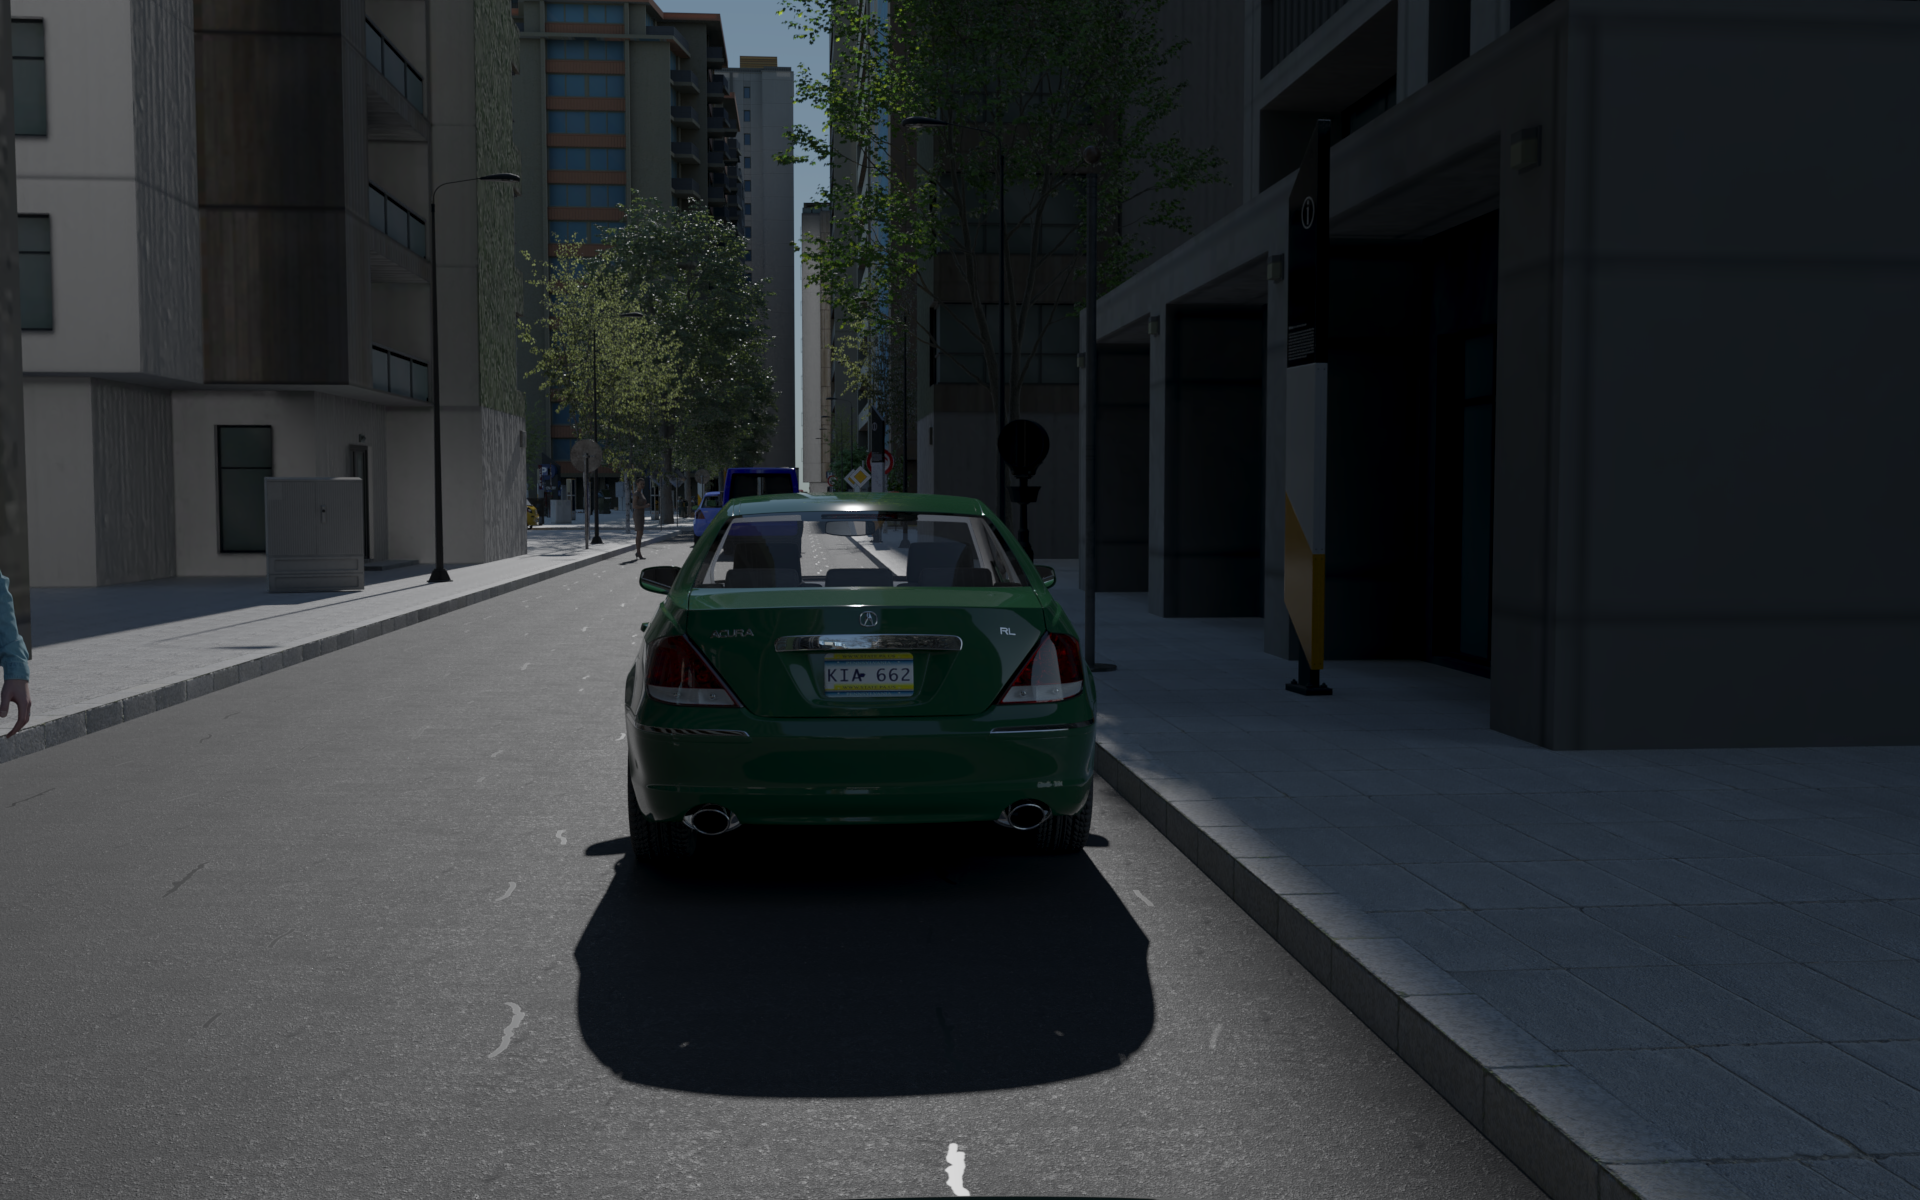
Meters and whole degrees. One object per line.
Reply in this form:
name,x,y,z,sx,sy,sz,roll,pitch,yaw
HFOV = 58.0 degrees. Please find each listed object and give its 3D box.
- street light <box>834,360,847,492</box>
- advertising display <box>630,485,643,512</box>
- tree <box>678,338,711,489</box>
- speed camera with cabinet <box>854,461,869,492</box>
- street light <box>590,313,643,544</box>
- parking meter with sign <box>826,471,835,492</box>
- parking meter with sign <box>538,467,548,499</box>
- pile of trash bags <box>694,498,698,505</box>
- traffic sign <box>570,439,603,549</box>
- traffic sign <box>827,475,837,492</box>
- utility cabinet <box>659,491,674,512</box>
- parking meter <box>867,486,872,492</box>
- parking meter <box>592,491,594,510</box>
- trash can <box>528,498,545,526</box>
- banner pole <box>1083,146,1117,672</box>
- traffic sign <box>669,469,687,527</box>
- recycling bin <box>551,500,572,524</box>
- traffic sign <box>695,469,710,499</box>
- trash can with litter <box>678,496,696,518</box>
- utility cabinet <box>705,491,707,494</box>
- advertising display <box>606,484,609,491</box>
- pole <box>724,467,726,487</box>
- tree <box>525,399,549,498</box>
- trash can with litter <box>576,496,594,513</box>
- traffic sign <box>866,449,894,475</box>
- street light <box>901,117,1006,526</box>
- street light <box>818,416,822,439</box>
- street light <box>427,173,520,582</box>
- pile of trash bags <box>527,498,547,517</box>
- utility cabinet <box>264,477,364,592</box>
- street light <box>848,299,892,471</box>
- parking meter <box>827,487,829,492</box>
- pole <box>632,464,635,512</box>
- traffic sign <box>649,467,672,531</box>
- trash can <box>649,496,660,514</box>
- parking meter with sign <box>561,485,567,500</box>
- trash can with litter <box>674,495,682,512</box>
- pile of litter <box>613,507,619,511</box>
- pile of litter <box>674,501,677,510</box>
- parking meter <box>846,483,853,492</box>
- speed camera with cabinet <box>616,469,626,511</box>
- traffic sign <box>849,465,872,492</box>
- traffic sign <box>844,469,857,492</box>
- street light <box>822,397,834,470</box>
street light,-3.550,-5.367,60.286,1.470,5.913,1.316,0,4,-5
advertising display,-23.636,-7.431,126.714,0.974,1.923,0.123,1,4,14
tree,-10.671,-6.448,55.784,4.360,8.622,3.978,0,3,0
speed camera with cabinet,-5.280,-6.636,102.841,2.038,3.252,0.660,-3,4,-38
street light,-8.802,-4.396,44.424,1.470,5.913,1.316,0,4,-5
parking meter with sign,-9.678,-8.340,132.626,0.543,3.016,1.738,-2,4,-26
parking meter with sign,-26.579,-6.958,110.022,0.543,3.016,1.738,0,4,-4
pile of trash bags,-18.706,-7.437,131.352,1.912,1.369,3.447,3,5,42
traffic sign,-8.664,-2.449,40.149,0.768,2.556,0.104,0,4,3
traffic sign,-8.596,-7.164,117.233,0.768,2.556,0.104,0,4,2
utility cabinet,-18.980,-6.294,111.579,0.318,1.500,1.173,3,5,39
parking meter,-2.743,-2.816,54.460,0.372,1.533,0.369,0,3,0
parking meter,-26.572,-7.120,124.827,0.372,1.533,0.369,0,3,0
trash can,-17.189,-3.587,70.307,0.748,1.137,0.748,0,3,0
banner pole,0.976,-1.393,12.787,0.401,3.779,0.863,0,4,7
traffic sign,-11.151,-3.953,68.277,0.795,2.450,0.064,0,4,-5
recycling bin,-17.293,-3.824,75.077,0.722,1.027,0.722,-2,4,-31
traffic sign,-13.034,-5.353,87.627,0.768,2.556,0.104,0,4,0
trash can with litter,-16.268,-5.612,103.139,1.055,1.170,0.624,0,4,8
utility cabinet,-18.304,-7.049,123.935,0.318,1.500,1.173,-1,4,-13
advertising display,-23.188,-6.649,113.930,0.123,1.923,0.974,0,4,-8
pole,-15.766,-7.494,116.365,0.158,3.312,0.155,0,3,0
tree,-32.232,-10.870,128.094,4.737,8.622,4.395,0,3,0
trash can with litter,-25.376,-6.457,116.626,2.233,1.210,1.678,2,4,31
traffic sign,-2.216,-2.936,48.110,0.768,2.556,0.104,0,4,-1
street light,-0.022,-2.997,21.537,1.470,5.913,1.316,0,4,-5
street light,-7.550,-7.970,102.844,1.470,5.913,1.316,0,4,-5
street light,-7.068,-3.220,25.194,1.470,5.913,1.316,0,4,-5
pile of trash bags,-24.993,-5.388,97.840,1.912,1.369,3.447,2,4,33
utility cabinet,-8.437,-0.854,22.648,1.173,1.500,0.318,-2,4,-27
street light,-1.841,-4.190,41.054,1.470,5.913,1.316,0,4,-5
parking meter,-10.171,-7.867,134.333,0.255,1.863,0.399,-1,4,-9
pole,-22.188,-7.582,117.805,0.158,3.312,0.155,0,3,0
traffic sign,-10.417,-3.467,60.326,0.795,2.450,0.064,0,4,-5
trash can,-18.875,-5.843,107.181,0.748,1.137,0.748,0,3,0
parking meter with sign,-32.472,-8.885,141.525,0.543,3.016,1.738,1,4,16
trash can with litter,-20.560,-7.110,127.312,1.678,1.210,2.233,-2,4,-26
pile of litter,-26.527,-7.410,135.119,1.176,0.858,1.719,2,4,34
pile of litter,-22.804,-7.719,140.162,1.719,0.858,1.176,0,4,4
parking meter,-5.031,-4.499,79.265,0.399,1.863,0.255,0,4,-1
speed camera with cabinet,-25.635,-8.376,131.281,0.660,3.252,2.038,0,4,0
traffic sign,-3.500,-3.505,60.941,0.795,2.450,0.064,0,4,-5
traffic sign,-4.234,-3.991,68.893,0.795,2.450,0.064,0,4,-5
street light,-5.742,-6.777,83.353,1.470,5.913,1.316,0,4,-5
